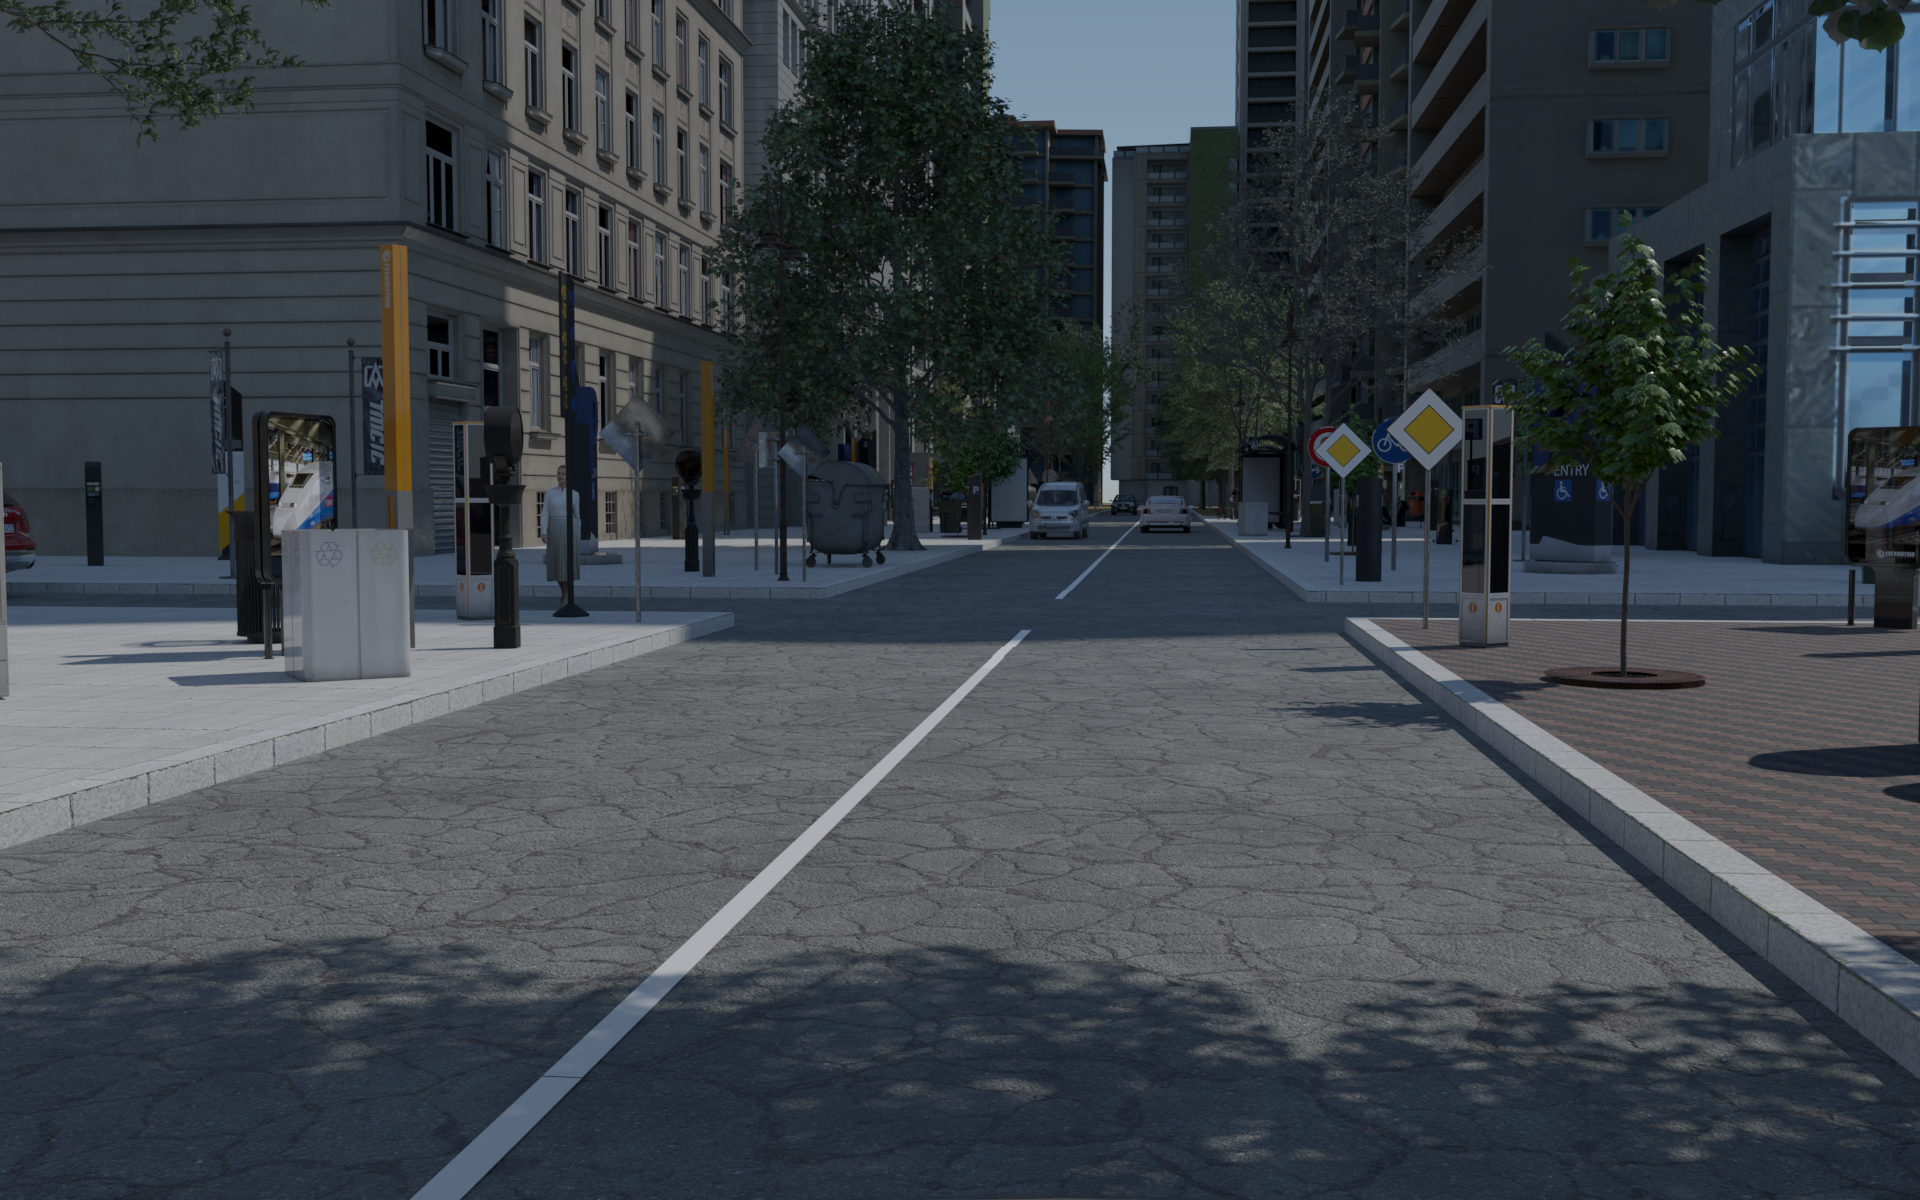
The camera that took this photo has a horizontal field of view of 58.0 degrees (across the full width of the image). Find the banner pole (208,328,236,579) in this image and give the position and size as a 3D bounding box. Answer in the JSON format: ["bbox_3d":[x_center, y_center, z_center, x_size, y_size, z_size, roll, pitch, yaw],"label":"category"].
[{"bbox_3d":[-11.236,-2.226,26.413,0.863,3.779,0.401,3,5,43],"label":"banner pole"}]

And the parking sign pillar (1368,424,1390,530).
[{"bbox_3d":[14.640,-4.485,61.803,1.447,3.967,1.447,1,4,17],"label":"parking sign pillar"}]

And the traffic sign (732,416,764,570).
[{"bbox_3d":[-3.419,-1.776,29.040,0.884,2.594,0.081,1,4,15],"label":"traffic sign"}]

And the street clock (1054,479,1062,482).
[{"bbox_3d":[4.826,-4.921,85.023,0.471,2.002,0.358,-2,4,-31],"label":"street clock"}]

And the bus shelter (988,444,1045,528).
[{"bbox_3d":[2.103,-4.520,67.833,2.014,3.302,5.546,0,4,7],"label":"bus shelter"}]

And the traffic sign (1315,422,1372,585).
[{"bbox_3d":[5.367,-1.264,24.307,0.795,2.450,0.064,0,4,7],"label":"traffic sign"}]

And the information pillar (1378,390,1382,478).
[{"bbox_3d":[9.391,-2.902,38.796,0.183,3.616,0.504,1,4,12],"label":"information pillar"}]

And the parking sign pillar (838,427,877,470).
[{"bbox_3d":[-4.129,-5.103,71.899,1.447,3.967,1.447,-1,4,-11],"label":"parking sign pillar"}]

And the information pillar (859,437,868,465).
[{"bbox_3d":[-3.465,-4.337,62.267,0.183,3.616,0.504,2,4,32],"label":"information pillar"}]

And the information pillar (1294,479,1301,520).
[{"bbox_3d":[16.904,-5.048,87.028,0.304,2.012,0.304,-1,4,-19],"label":"information pillar"}]

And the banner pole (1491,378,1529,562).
[{"bbox_3d":[10.525,-2.628,32.990,0.863,3.779,0.401,2,4,25],"label":"banner pole"}]

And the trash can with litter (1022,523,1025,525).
[{"bbox_3d":[2.252,-3.674,71.451,0.624,1.170,1.055,-3,5,-43],"label":"trash can with litter"}]

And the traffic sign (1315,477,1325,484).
[{"bbox_3d":[12.773,-3.801,62.146,0.884,2.594,0.081,1,4,12],"label":"traffic sign"}]

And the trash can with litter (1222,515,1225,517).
[{"bbox_3d":[15.148,-5.132,94.966,1.678,1.210,2.233,-3,5,-43],"label":"trash can with litter"}]

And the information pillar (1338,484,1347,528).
[{"bbox_3d":[14.567,-3.755,65.892,0.304,2.012,0.304,1,4,17],"label":"information pillar"}]

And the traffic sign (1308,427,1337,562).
[{"bbox_3d":[6.963,-2.000,32.801,0.768,2.556,0.104,0,4,8],"label":"traffic sign"}]

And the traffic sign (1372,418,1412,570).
[{"bbox_3d":[7.287,-1.769,29.031,0.768,2.556,0.104,1,4,14],"label":"traffic sign"}]

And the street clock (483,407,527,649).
[{"bbox_3d":[-3.776,-0.600,14.388,0.358,2.002,0.471,0,4,-2],"label":"street clock"}]

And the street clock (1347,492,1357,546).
[{"bbox_3d":[9.721,-2.340,42.827,0.471,2.002,0.358,-2,4,-26],"label":"street clock"}]

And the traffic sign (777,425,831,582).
[{"bbox_3d":[-2.270,-1.321,25.240,0.795,2.450,0.064,0,4,7],"label":"traffic sign"}]

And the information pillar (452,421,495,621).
[{"bbox_3d":[-4.958,-0.806,17.678,0.304,2.012,0.304,-3,5,-40],"label":"information pillar"}]

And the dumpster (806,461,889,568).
[{"bbox_3d":[-2.033,-1.531,30.797,1.264,1.857,1.865,0,4,7],"label":"dumpster"}]

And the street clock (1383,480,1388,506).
[{"bbox_3d":[21.123,-5.010,86.486,0.471,2.002,0.358,-3,5,-44],"label":"street clock"}]

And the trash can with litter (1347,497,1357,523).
[{"bbox_3d":[17.387,-3.971,76.316,0.624,1.170,1.055,-1,4,-14],"label":"trash can with litter"}]

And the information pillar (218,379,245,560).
[{"bbox_3d":[-14.183,-2.587,33.645,0.504,3.616,0.183,-1,4,-14],"label":"information pillar"}]

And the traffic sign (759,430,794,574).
[{"bbox_3d":[-2.931,-1.559,27.625,0.606,2.300,0.079,1,4,16],"label":"traffic sign"}]

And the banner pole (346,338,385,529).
[{"bbox_3d":[-9.530,-2.315,27.871,0.863,3.779,0.401,0,4,-4],"label":"banner pole"}]

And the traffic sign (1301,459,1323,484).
[{"bbox_3d":[11.977,-3.594,58.873,0.768,2.556,0.104,1,4,13],"label":"traffic sign"}]

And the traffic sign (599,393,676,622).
[{"bbox_3d":[-3.221,-0.836,17.311,0.795,2.450,0.064,0,4,7],"label":"traffic sign"}]

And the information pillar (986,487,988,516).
[{"bbox_3d":[1.394,-5.827,99.768,0.304,2.012,0.304,3,4,37],"label":"information pillar"}]

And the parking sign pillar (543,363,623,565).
[{"bbox_3d":[-6.945,-2.649,31.785,1.447,3.967,1.447,0,4,-5],"label":"parking sign pillar"}]

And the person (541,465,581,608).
[{"bbox_3d":[-5.017,-0.804,21.876,0.478,1.798,0.641,0,4,-1],"label":"person"}]

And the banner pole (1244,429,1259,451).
[{"bbox_3d":[11.154,-4.687,66.652,0.863,3.779,0.401,3,5,43],"label":"banner pole"}]

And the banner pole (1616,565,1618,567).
[{"bbox_3d":[11.610,-2.469,30.378,0.863,3.779,0.401,3,5,40],"label":"banner pole"}]

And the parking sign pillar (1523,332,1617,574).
[{"bbox_3d":[9.976,-2.432,28.241,1.447,3.967,1.447,-2,4,-31],"label":"parking sign pillar"}]

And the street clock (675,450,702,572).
[{"bbox_3d":[-4.432,-1.469,28.589,0.471,2.002,0.358,1,4,18],"label":"street clock"}]

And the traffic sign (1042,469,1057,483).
[{"bbox_3d":[4.609,-5.451,89.225,0.768,2.556,0.104,0,4,8],"label":"traffic sign"}]

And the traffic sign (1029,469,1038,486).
[{"bbox_3d":[3.541,-5.397,88.248,0.884,2.594,0.081,1,4,10],"label":"traffic sign"}]

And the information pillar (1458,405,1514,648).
[{"bbox_3d":[4.408,-0.613,14.516,0.304,2.012,0.304,-2,4,-33],"label":"information pillar"}]

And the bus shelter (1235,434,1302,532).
[{"bbox_3d":[10.760,-4.090,60.788,2.014,3.302,5.546,0,4,7],"label":"bus shelter"}]

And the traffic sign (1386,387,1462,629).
[{"bbox_3d":[4.416,-0.779,16.378,0.795,2.450,0.064,0,4,7],"label":"traffic sign"}]

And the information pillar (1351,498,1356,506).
[{"bbox_3d":[13.333,-4.120,58.709,0.183,3.616,0.504,0,4,3],"label":"information pillar"}]
